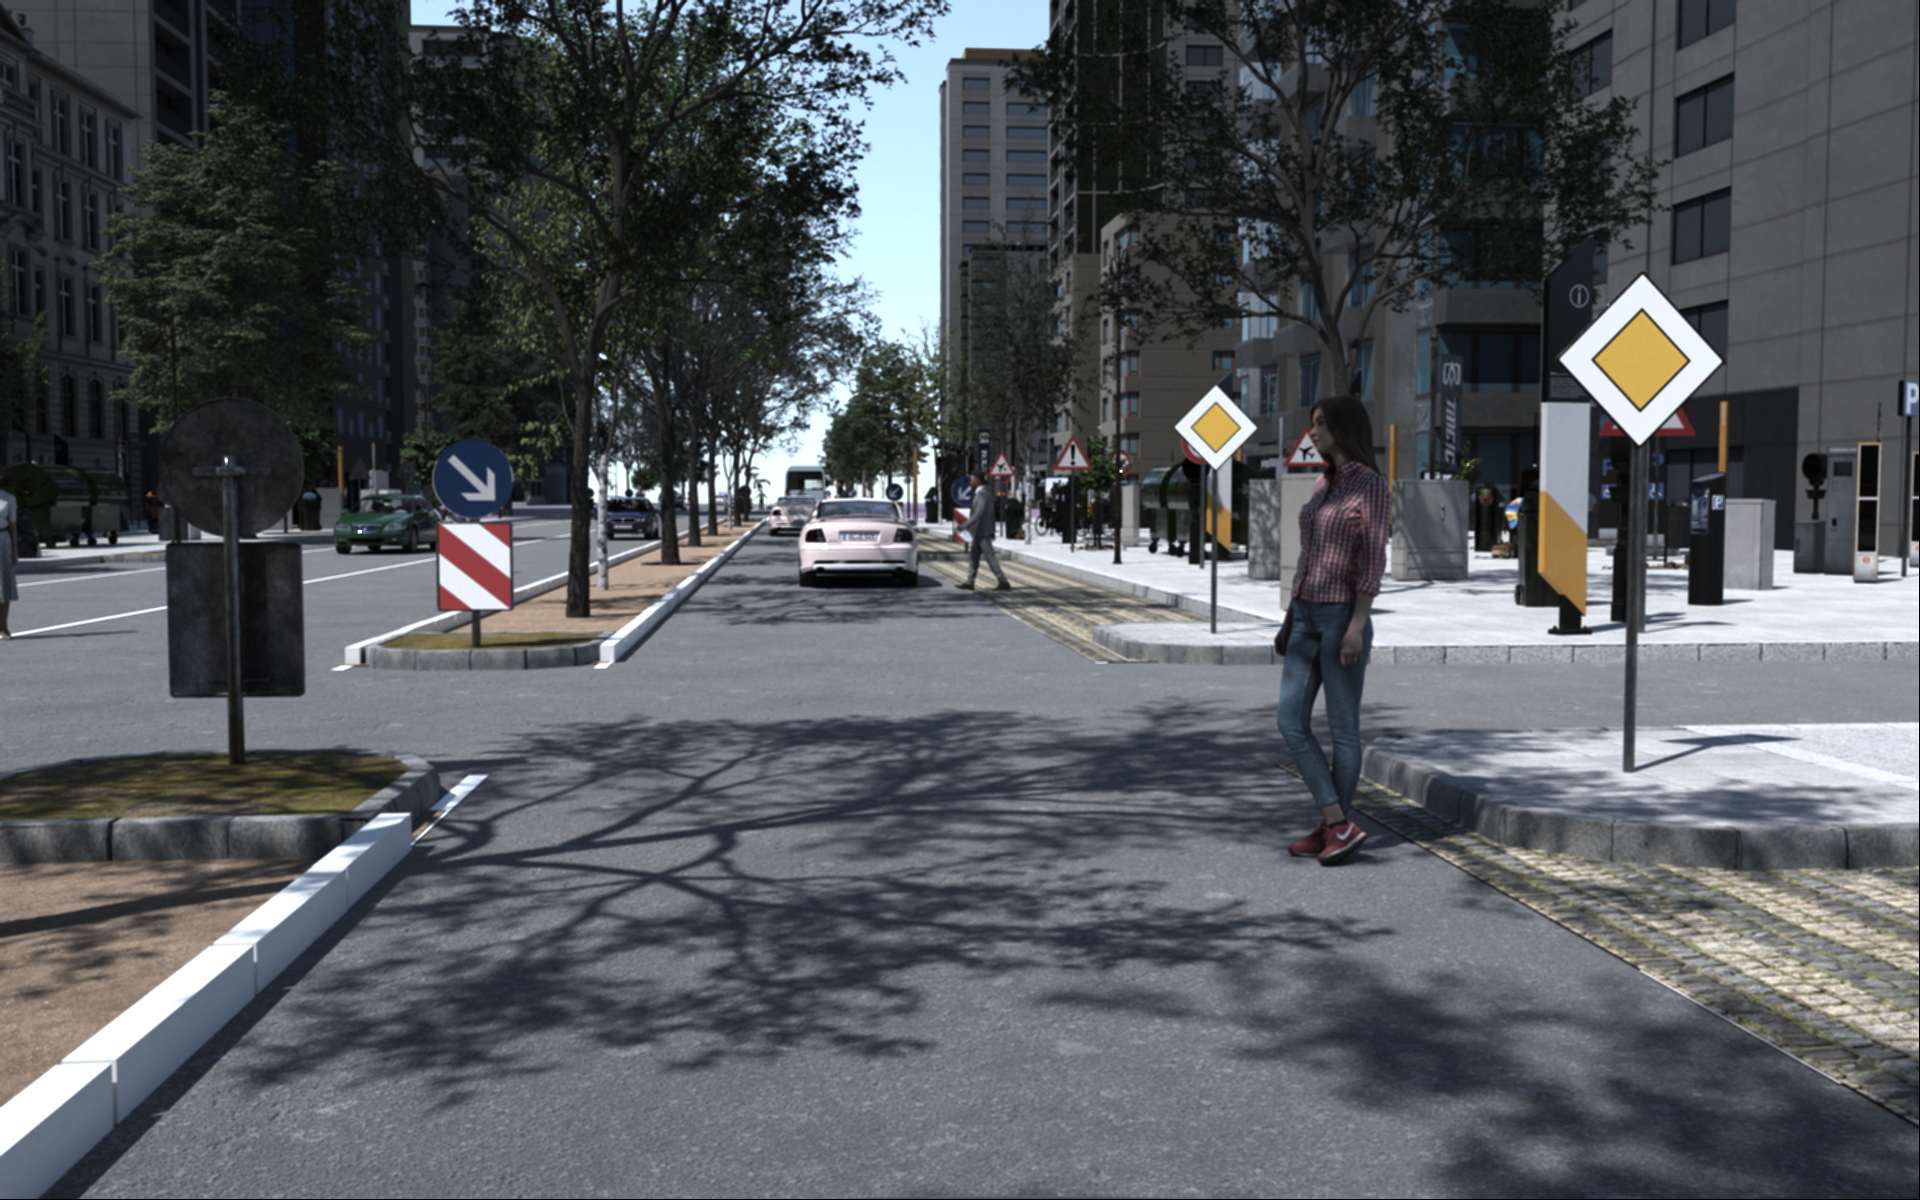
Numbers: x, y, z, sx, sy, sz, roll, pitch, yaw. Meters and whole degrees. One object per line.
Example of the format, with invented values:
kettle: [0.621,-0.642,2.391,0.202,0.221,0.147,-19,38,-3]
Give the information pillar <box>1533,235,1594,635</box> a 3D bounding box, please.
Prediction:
information pillar: [5.508,-1.491,15.726,0.504,3.616,0.183,-1,4,-18]

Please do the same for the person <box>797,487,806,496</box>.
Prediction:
person: [-8.065,-4.898,88.687,0.635,1.810,0.391,1,4,21]

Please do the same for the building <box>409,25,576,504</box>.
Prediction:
building: [-61.481,-41.511,220.697,21.231,58.520,28.212,0,4,-5]

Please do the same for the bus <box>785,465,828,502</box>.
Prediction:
bus: [-10.412,-7.493,117.372,2.948,3.499,13.247,0,4,-4]

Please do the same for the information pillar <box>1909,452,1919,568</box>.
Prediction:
information pillar: [16.830,-1.575,30.249,0.304,2.012,0.304,-2,4,-34]

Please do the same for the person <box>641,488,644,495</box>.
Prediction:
person: [-18.595,-5.598,100.543,0.721,1.766,1.217,-2,4,-30]

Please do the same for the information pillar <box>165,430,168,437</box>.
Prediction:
information pillar: [-24.469,-3.801,53.498,0.183,3.616,0.504,-2,4,-28]

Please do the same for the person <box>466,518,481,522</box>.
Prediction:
person: [-13.043,-2.287,46.459,0.524,1.755,0.480,3,5,39]

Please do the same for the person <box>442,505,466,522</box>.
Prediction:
person: [-8.885,-1.315,30.564,0.524,1.755,0.480,3,5,41]

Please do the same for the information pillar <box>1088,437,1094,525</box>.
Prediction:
information pillar: [5.413,-4.912,71.669,0.183,3.616,0.504,2,4,31]

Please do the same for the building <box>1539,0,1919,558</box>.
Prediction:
building: [28.627,-36.881,41.252,20.611,71.187,20.563,0,4,-5]

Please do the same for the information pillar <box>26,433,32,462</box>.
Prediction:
information pillar: [-35.675,-4.591,66.419,0.183,3.616,0.504,-1,4,-19]

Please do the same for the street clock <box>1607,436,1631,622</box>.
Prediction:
street clock: [6.676,-0.784,17.396,0.358,2.002,0.471,2,4,32]

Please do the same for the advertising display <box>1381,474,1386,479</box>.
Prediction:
advertising display: [13.573,-3.111,56.073,0.123,1.923,0.974,2,4,32]

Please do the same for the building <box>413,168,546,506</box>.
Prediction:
building: [-64.188,-30.749,194.633,32.217,40.220,23.993,0,4,-5]

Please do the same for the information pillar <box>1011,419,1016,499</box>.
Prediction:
information pillar: [1.640,-3.751,52.680,0.183,3.616,0.504,1,4,11]

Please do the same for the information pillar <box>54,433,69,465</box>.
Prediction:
information pillar: [-34.498,-4.599,66.547,0.504,3.616,0.183,-1,4,-18]

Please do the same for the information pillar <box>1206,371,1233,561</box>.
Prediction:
information pillar: [4.962,-2.550,33.042,0.504,3.616,0.183,-1,4,-12]

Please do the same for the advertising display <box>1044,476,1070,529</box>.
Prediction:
advertising display: [3.520,-3.518,62.733,0.974,1.923,0.123,2,4,25]

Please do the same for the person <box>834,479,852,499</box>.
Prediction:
person: [-3.186,-2.324,46.488,0.713,1.824,0.794,0,4,-2]

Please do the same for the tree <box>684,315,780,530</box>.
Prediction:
tree: [-8.957,-6.999,67.257,4.360,8.622,3.978,0,3,0]

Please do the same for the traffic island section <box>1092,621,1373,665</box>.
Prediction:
traffic island section: [2.354,0.386,15.962,2.009,0.180,2.903,0,4,-5]

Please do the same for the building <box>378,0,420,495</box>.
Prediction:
building: [-49.273,-27.245,129.045,14.154,41.232,14.086,0,4,-5]

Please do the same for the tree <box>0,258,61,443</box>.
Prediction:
tree: [-29.903,-6.262,52.752,4.737,8.622,4.395,0,3,0]

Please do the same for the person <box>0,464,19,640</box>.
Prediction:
person: [-9.460,-0.480,16.923,0.480,1.755,0.524,-3,4,-37]

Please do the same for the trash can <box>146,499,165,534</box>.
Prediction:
trash can: [-25.683,-2.682,55.511,0.748,1.137,0.748,0,3,0]

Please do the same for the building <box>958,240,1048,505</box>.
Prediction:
building: [7.728,-26.305,201.787,14.160,30.474,14.107,0,4,-5]

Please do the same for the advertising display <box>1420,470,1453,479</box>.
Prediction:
advertising display: [12.938,-2.558,47.032,0.974,1.923,0.123,-1,4,-20]

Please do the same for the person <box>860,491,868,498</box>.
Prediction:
person: [-4.718,-4.581,85.210,0.589,1.601,0.330,0,4,-1]

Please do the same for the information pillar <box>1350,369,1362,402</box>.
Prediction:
information pillar: [7.350,-2.513,32.435,0.183,3.616,0.504,3,5,44]

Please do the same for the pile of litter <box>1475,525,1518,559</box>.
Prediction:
pile of litter: [11.140,-1.264,34.635,1.719,0.858,1.176,1,4,16]

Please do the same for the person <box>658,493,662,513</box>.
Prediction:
person: [-15.242,-4.932,89.528,0.661,1.777,0.834,-3,4,-38]

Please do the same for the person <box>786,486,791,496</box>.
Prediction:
person: [-8.780,-4.929,89.103,0.388,1.821,0.555,-1,4,-16]

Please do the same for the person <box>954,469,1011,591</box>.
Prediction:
person: [0.329,-1.020,25.459,0.850,1.792,0.678,0,4,6]

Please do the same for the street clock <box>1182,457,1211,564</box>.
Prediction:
street clock: [4.307,-1.655,31.623,0.471,2.002,0.358,2,4,31]

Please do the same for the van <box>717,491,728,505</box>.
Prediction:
van: [-31.669,-13.771,232.168,2.013,2.044,4.112,0,4,-6]

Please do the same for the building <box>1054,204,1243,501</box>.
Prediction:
building: [22.397,-16.848,120.509,27.650,21.520,28.899,0,4,-5]

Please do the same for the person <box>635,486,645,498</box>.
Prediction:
person: [-14.510,-4.302,79.020,0.590,1.801,0.661,2,4,24]

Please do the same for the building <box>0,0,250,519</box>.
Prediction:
building: [-49.520,-40.196,95.454,20.563,71.187,20.611,0,4,-5]

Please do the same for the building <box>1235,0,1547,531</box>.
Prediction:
building: [24.468,-27.668,71.973,23.786,49.044,30.456,0,4,-5]

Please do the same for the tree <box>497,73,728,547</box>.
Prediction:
tree: [-7.230,-8.182,46.602,12.009,13.543,11.850,0,3,0]

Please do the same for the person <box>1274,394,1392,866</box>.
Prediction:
person: [1.446,0.102,6.840,0.388,1.821,0.555,-2,4,-34]

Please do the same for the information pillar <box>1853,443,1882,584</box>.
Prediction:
information pillar: [13.063,-1.251,24.942,0.304,2.012,0.304,2,4,24]

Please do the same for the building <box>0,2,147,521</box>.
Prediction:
building: [-43.483,-15.142,66.651,14.460,24.649,34.723,0,4,-5]

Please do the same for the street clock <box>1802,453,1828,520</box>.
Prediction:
street clock: [15.250,-1.608,30.867,0.358,2.002,0.471,-1,4,-17]

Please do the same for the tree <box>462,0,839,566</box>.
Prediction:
tree: [-5.949,-6.507,34.609,9.928,11.665,9.643,0,3,0]

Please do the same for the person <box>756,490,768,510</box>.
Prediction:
person: [-17.930,-9.040,156.289,1.348,1.826,0.705,-2,4,-30]

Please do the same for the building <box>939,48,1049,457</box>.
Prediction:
building: [7.731,-42.500,236.881,21.231,58.520,28.212,0,4,-5]

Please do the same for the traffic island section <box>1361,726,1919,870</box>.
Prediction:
traffic island section: [3.107,0.873,8.012,2.009,0.180,2.903,0,4,-5]

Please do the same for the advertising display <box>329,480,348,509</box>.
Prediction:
advertising display: [-28.241,-4.480,78.467,0.974,1.923,0.123,-2,4,-31]

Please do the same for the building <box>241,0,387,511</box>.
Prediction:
building: [-46.907,-28.384,114.190,14.600,45.320,14.200,0,4,-5]

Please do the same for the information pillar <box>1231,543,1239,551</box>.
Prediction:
information pillar: [6.164,-2.131,39.328,0.304,2.012,0.304,2,4,25]

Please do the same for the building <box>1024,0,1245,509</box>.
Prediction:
building: [16.764,-43.121,143.280,20.563,71.187,20.611,0,4,-5]

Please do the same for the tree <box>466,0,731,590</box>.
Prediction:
tree: [-5.347,-4.452,25.615,4.737,8.622,4.395,0,3,0]

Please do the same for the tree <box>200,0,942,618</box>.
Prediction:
tree: [-4.408,-5.045,19.359,8.767,10.594,7.601,0,4,-5]
